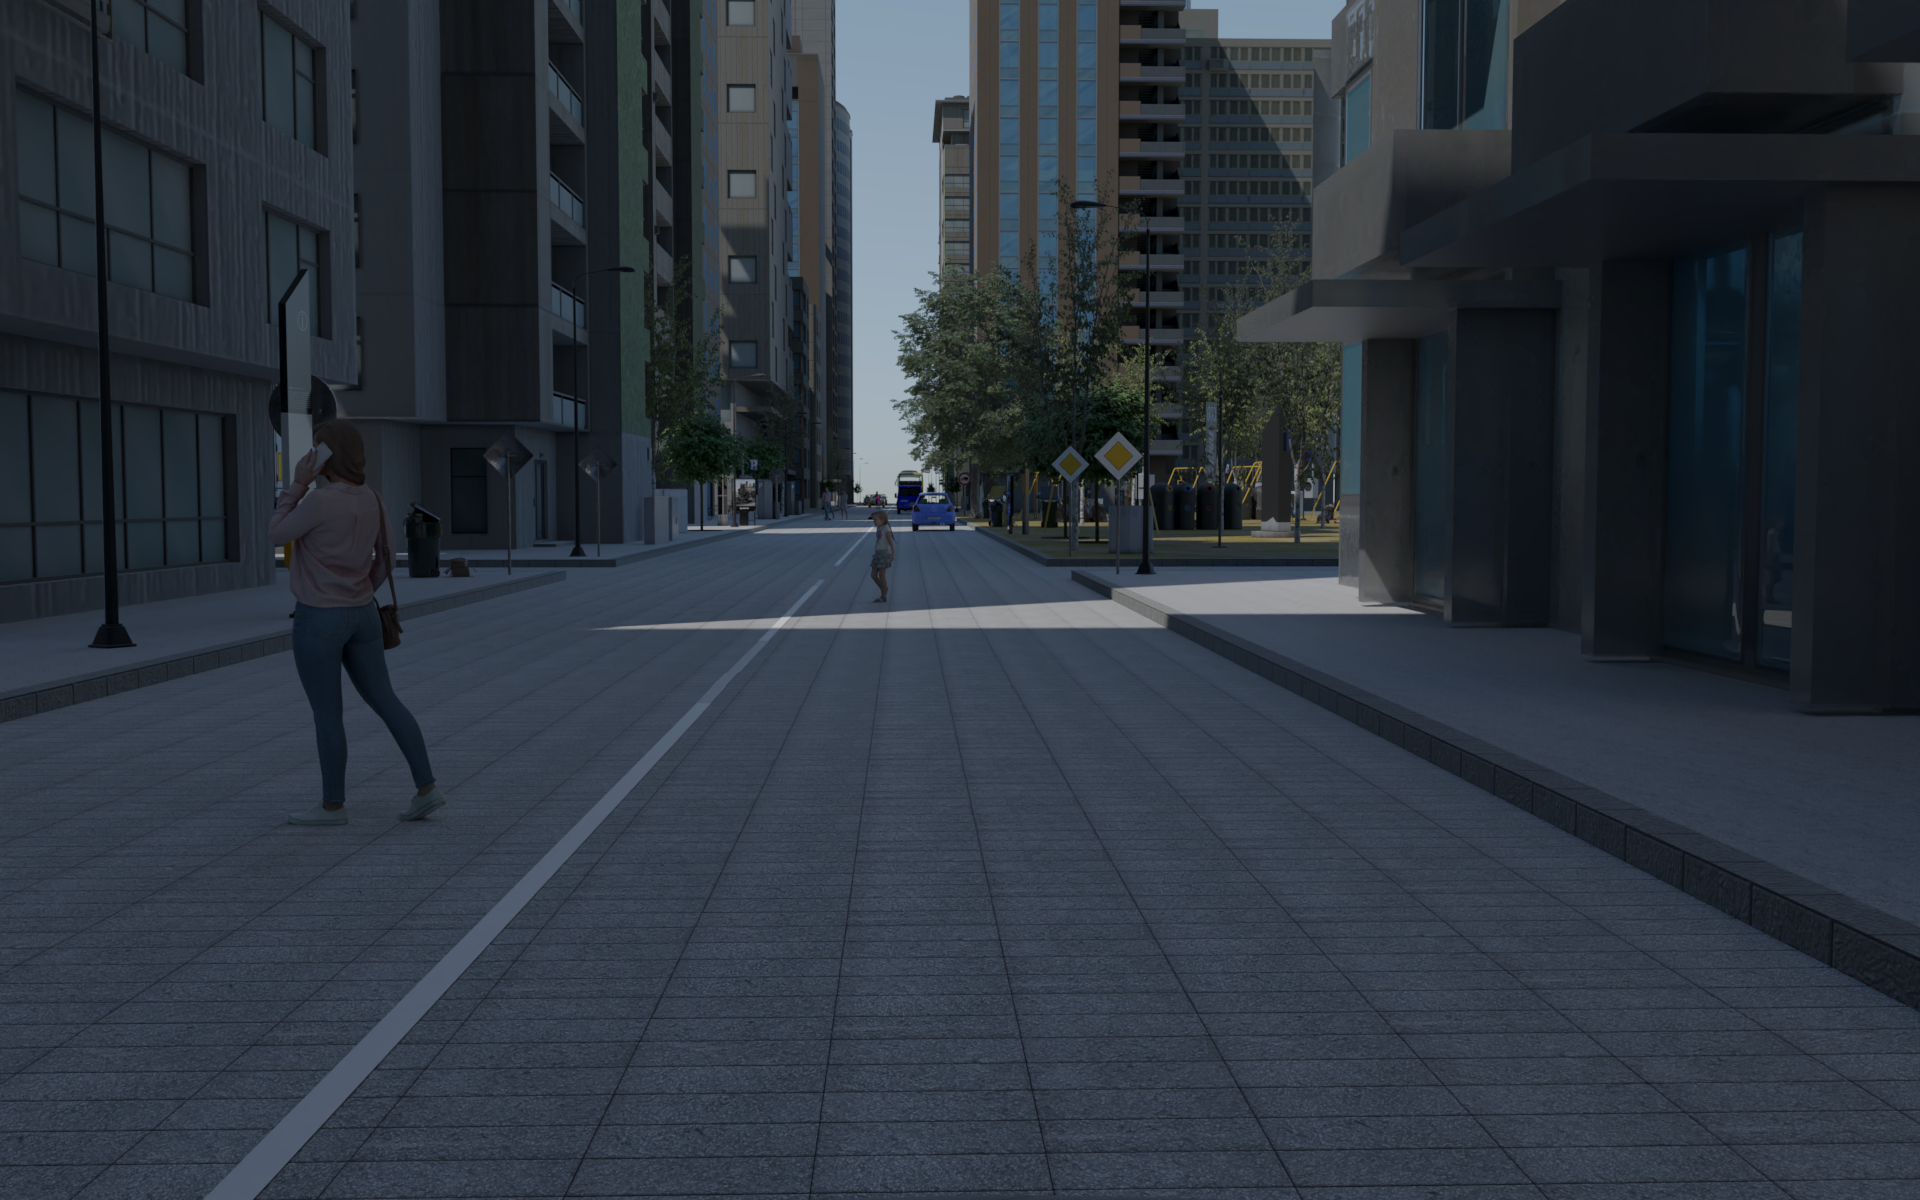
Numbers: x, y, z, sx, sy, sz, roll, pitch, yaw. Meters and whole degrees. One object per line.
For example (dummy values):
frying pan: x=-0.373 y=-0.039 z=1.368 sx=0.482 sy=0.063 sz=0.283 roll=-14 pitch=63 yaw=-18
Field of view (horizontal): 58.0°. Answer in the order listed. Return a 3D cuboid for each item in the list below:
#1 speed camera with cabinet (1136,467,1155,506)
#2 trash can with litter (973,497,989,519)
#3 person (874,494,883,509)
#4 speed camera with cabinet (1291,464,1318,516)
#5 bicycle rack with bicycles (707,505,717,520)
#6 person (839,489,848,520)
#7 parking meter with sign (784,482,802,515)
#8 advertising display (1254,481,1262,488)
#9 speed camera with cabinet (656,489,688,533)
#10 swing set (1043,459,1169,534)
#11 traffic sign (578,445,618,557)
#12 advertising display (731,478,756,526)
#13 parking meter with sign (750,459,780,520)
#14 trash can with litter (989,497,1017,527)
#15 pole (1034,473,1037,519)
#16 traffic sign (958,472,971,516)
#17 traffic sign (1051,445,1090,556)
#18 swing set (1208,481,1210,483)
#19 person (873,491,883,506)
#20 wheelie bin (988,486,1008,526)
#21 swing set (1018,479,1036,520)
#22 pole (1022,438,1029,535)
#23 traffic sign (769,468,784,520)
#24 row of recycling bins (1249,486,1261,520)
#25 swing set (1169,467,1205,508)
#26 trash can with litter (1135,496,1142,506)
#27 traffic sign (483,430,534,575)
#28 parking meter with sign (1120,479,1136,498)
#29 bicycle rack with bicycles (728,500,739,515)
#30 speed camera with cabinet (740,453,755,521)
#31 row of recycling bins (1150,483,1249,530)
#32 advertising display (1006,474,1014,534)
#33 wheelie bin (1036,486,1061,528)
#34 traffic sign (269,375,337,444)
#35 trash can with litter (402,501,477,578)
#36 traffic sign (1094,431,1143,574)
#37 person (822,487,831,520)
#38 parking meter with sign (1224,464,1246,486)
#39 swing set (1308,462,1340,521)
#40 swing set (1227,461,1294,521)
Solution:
speed camera with cabinet: x=8.862 y=-5.076 z=77.325 sx=2.038 sy=3.252 sz=0.660 roll=3 pitch=4 yaw=37
trash can with litter: x=1.214 y=-4.813 z=90.083 sx=1.055 sy=1.170 sz=0.624 roll=-1 pitch=4 yaw=-14
person: x=-7.519 y=-9.123 z=160.891 sx=0.991 sy=1.433 sz=0.599 roll=-1 pitch=4 yaw=-18
speed camera with cabinet: x=20.062 y=-6.576 z=101.852 sx=0.660 sy=3.252 sz=2.038 roll=-3 pitch=5 yaw=-42
bicycle rack with bicycles: x=-13.714 y=-4.359 z=84.652 sx=2.852 sy=0.926 sz=2.925 roll=-2 pitch=4 yaw=-33
person: x=-6.507 y=-5.374 z=97.119 sx=0.466 sy=1.731 sz=0.760 roll=1 pitch=4 yaw=12
parking meter with sign: x=-10.452 y=-6.674 z=105.382 sx=1.738 sy=3.016 sz=0.543 roll=2 pitch=4 yaw=26
advertising display: x=15.465 y=-5.087 z=88.378 sx=0.974 sy=1.923 sz=0.123 roll=-1 pitch=4 yaw=-8
speed camera with cabinet: x=-9.862 y=-3.792 z=56.333 sx=2.038 sy=3.252 sz=0.660 roll=-3 pitch=5 yaw=-45
swing set: x=4.738 y=-3.635 z=57.051 sx=3.119 sy=2.851 sz=2.862 roll=-1 pitch=4 yaw=-21
traffic sign: x=-7.376 y=-1.937 z=35.316 sx=0.795 sy=2.450 sz=0.064 roll=0 pitch=4 yaw=-2
advertising display: x=-8.664 y=-3.927 z=69.416 sx=0.974 sy=1.923 sz=0.123 roll=-1 pitch=4 yaw=-13
parking meter with sign: x=-9.824 y=-5.583 z=87.539 sx=0.543 sy=3.016 sz=1.738 roll=2 pitch=4 yaw=35
trash can with litter: x=1.821 y=-3.613 z=70.457 sx=0.624 sy=1.170 sz=1.055 roll=-2 pitch=4 yaw=-28
pole: x=3.891 y=-5.822 z=89.025 sx=0.158 sy=3.312 sz=0.155 roll=0 pitch=3 yaw=0
traffic sign: x=0.271 y=-6.177 z=101.100 sx=0.768 sy=2.556 sz=0.104 roll=0 pitch=4 yaw=-1
traffic sign: x=2.264 y=-1.955 z=35.603 sx=0.795 sy=2.450 sz=0.064 roll=0 pitch=4 yaw=-2
swing set: x=16.188 y=-6.103 z=97.400 sx=2.862 sy=2.851 sz=3.119 roll=-2 pitch=4 yaw=-26
person: x=-8.192 y=-9.971 z=172.312 sx=1.217 sy=1.735 sz=0.721 roll=2 pitch=4 yaw=34
wheelie bin: x=1.530 y=-3.747 z=69.175 sx=0.980 sy=1.594 sz=0.693 roll=3 pitch=4 yaw=36
swing set: x=4.806 y=-5.423 z=86.285 sx=2.862 sy=2.851 sz=3.119 roll=-1 pitch=4 yaw=-22
pole: x=2.075 y=-3.725 z=54.747 sx=0.158 sy=3.312 sz=0.155 roll=0 pitch=3 yaw=0
traffic sign: x=-9.092 y=-5.247 z=85.888 sx=0.768 sy=2.556 sz=0.104 roll=0 pitch=4 yaw=4
row of recycling bins: x=13.640 y=-4.827 z=86.042 sx=3.534 sy=1.692 sz=1.069 roll=-1 pitch=4 yaw=-9
swing set: x=13.493 y=-6.423 z=102.634 sx=2.862 sy=2.851 sz=3.119 roll=-2 pitch=4 yaw=-26
trash can with litter: x=9.504 y=-5.020 z=93.457 sx=0.624 sy=1.170 sz=1.055 roll=0 pitch=4 yaw=4
traffic sign: x=-7.121 y=-1.449 z=27.335 sx=0.795 sy=2.450 sz=0.064 roll=0 pitch=4 yaw=-2
parking meter with sign: x=9.753 y=-6.320 z=99.588 sx=0.543 sy=3.016 sz=1.738 roll=-2 pitch=4 yaw=-34
bicycle rack with bicycles: x=-14.032 y=-5.532 z=103.836 sx=2.925 sy=0.926 sz=2.852 roll=-3 pitch=5 yaw=-45
speed camera with cabinet: x=-10.149 y=-5.408 z=82.751 sx=0.660 sy=3.252 sz=2.038 roll=-1 pitch=4 yaw=-10
row of recycling bins: x=8.454 y=-3.377 z=62.334 sx=3.534 sy=1.692 sz=1.069 roll=-1 pitch=4 yaw=-16
advertising display: x=1.616 y=-3.102 z=55.932 sx=0.123 sy=1.923 sz=0.974 roll=0 pitch=4 yaw=-5
wheelie bin: x=3.359 y=-3.553 z=65.999 sx=0.980 sy=1.594 sz=0.693 roll=0 pitch=4 yaw=-4
traffic sign: x=-6.945 y=-1.113 z=18.303 sx=0.768 sy=2.556 sz=0.104 roll=0 pitch=4 yaw=8
trash can with litter: x=-8.058 y=-0.943 z=26.811 sx=1.055 sy=1.170 sz=0.624 roll=-1 pitch=4 yaw=-23
traffic sign: x=2.519 y=-1.467 z=27.622 sx=0.795 sy=2.450 sz=0.064 roll=0 pitch=4 yaw=-2
person: x=-7.266 y=-5.245 z=94.261 sx=0.555 sy=1.821 sz=0.388 roll=-3 pitch=4 yaw=-37
parking meter with sign: x=16.144 y=-6.344 z=99.988 sx=1.738 sy=3.016 sz=0.543 roll=2 pitch=4 yaw=32
swing set: x=17.993 y=-5.067 z=80.458 sx=2.862 sy=2.851 sz=3.119 roll=-1 pitch=4 yaw=-9
swing set: x=14.472 y=-5.260 z=83.620 sx=2.862 sy=2.851 sz=3.119 roll=0 pitch=4 yaw=3
